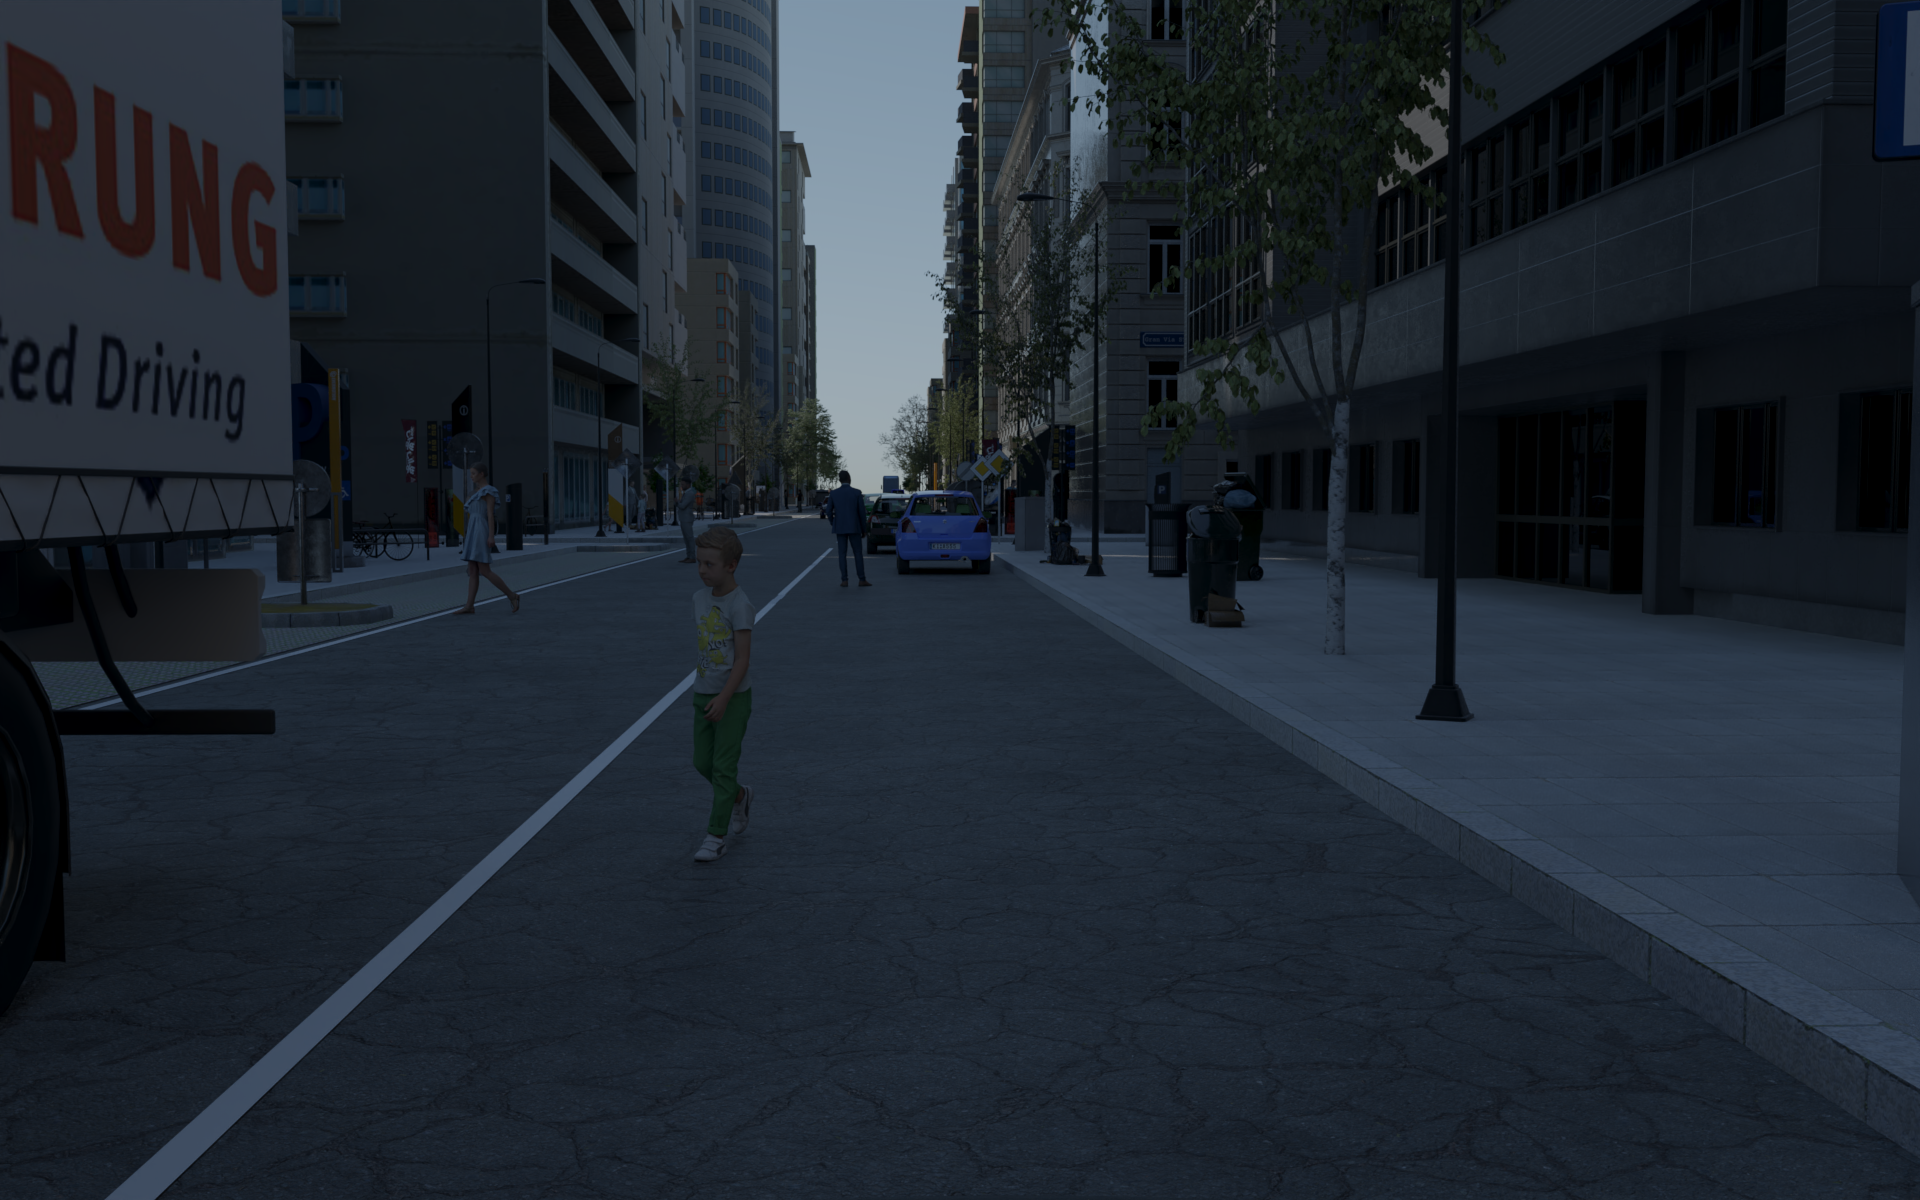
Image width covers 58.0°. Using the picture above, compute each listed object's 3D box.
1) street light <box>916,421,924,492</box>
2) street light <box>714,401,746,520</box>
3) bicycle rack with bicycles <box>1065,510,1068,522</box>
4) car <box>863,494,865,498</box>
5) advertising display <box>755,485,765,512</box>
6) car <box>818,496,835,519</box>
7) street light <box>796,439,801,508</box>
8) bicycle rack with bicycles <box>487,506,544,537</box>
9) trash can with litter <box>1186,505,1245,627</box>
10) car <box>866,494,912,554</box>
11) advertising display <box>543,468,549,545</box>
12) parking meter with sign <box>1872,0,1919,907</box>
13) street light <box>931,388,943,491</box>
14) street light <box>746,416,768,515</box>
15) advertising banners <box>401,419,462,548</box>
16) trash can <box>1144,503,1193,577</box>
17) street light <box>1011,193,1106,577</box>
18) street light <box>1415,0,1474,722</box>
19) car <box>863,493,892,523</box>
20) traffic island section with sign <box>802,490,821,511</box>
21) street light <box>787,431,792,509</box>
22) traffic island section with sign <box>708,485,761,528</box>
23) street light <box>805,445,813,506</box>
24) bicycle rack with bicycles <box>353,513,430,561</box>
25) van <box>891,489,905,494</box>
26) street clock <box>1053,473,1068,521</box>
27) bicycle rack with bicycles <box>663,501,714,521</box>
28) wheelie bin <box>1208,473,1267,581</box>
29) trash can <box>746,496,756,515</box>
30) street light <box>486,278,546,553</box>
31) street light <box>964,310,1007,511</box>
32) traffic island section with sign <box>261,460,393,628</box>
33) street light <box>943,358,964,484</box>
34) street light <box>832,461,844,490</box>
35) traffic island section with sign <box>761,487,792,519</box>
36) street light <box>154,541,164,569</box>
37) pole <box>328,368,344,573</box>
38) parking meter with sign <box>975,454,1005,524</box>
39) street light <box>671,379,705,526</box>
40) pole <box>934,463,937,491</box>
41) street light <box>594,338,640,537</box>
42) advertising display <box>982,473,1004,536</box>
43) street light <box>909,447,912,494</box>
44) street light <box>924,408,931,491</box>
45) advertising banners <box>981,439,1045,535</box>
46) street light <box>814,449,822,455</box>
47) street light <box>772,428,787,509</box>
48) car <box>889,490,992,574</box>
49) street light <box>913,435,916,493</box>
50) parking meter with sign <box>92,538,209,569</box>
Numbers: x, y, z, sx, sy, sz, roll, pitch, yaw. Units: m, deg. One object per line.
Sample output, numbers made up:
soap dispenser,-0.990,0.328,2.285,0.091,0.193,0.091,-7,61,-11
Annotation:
street light,-1.865,-8.434,110.429,1.470,5.913,1.316,0,4,-2
street light,-11.689,-6.987,86.778,1.470,5.913,1.316,0,4,-2
bicycle rack with bicycles,5.610,-3.588,72.045,2.925,0.926,2.852,0,4,5
car,-11.131,-11.228,192.616,2.155,1.783,4.494,0,4,-3
advertising display,-14.578,-7.433,126.748,0.974,1.923,0.123,-3,5,-44
car,-7.294,-5.428,101.329,1.945,1.354,3.894,0,4,-2
street light,-14.034,-10.609,145.998,1.470,5.913,1.316,0,4,-2
bicycle rack with bicycles,-13.971,-2.409,52.771,2.852,0.926,2.925,0,4,7
trash can with litter,2.593,-0.347,17.060,0.624,1.170,1.055,0,4,-6
car,-1.438,-2.018,42.777,2.009,1.686,4.222,0,4,-2
advertising display,-10.544,-2.378,44.097,0.123,1.923,0.974,-1,4,-13
parking meter with sign,3.222,-0.560,5.410,0.543,3.016,1.738,1,4,22
street light,-0.395,-6.345,76.276,1.470,5.913,1.316,0,4,-2
street light,-12.344,-8.022,103.707,1.470,5.913,1.316,0,4,-2
advertising banners,-12.587,-2.757,41.264,0.090,3.025,2.074,1,4,22
trash can,3.221,-0.927,26.817,0.748,1.137,0.748,0,3,0
street light,1.573,-3.324,26.895,1.470,5.913,1.316,0,4,-2
street light,2.233,-2.274,9.718,1.470,5.913,1.316,0,4,-2
car,-3.077,-3.586,67.419,1.959,1.807,4.718,0,4,-3
traffic island section with sign,-12.870,-8.764,151.925,1.989,1.847,2.006,0,4,-2
street light,-13.326,-9.531,128.367,1.470,5.913,1.316,0,4,-2
traffic island section with sign,-9.714,-4.002,74.054,1.989,1.847,2.006,0,4,-2
street light,-14.737,-11.644,162.925,1.470,5.913,1.316,0,4,-2
bicycle rack with bicycles,-11.733,-1.220,33.328,2.852,0.926,2.925,3,5,40
van,-8.108,-13.545,225.848,2.240,2.365,5.245,0,4,-3
street clock,3.408,-3.314,58.756,0.471,2.002,0.358,-1,4,-12
bicycle rack with bicycles,-13.135,-4.297,83.645,2.852,0.926,2.925,-2,4,-29
wheelie bin,4.103,-1.087,25.681,0.693,1.594,0.980,-1,4,-22
trash can,-12.790,-5.737,105.453,0.748,1.137,0.748,0,3,0
street light,-9.615,-3.967,37.410,1.470,5.913,1.316,0,4,-2
street light,0.941,-4.360,43.825,1.470,5.913,1.316,0,4,-2
traffic island section with sign,-7.487,-0.656,19.357,1.989,1.847,2.006,0,4,-2
street light,0.251,-5.305,59.279,1.470,5.913,1.316,0,4,-2
street light,-18.835,-17.786,263.334,1.470,5.913,1.316,0,4,-2
traffic island section with sign,-10.803,-5.649,100.987,1.989,1.847,2.006,0,4,-2
street light,-8.994,-2.932,20.479,1.470,5.913,1.316,0,4,-2
pole,-10.177,-2.104,28.241,0.158,3.312,0.155,0,3,0
parking meter with sign,1.557,-4.846,75.489,1.738,3.016,0.543,2,4,25
street light,-10.952,-5.944,69.729,1.470,5.913,1.316,0,4,-2
pole,-1.602,-7.329,113.677,0.158,3.312,0.155,0,3,0
street light,-10.219,-4.842,51.715,1.470,5.913,1.316,0,4,-2
advertising display,1.024,-2.919,52.935,0.123,1.923,0.974,-2,4,-33
street light,-3.511,-11.004,152.457,1.470,5.913,1.316,0,4,-2
street light,-1.051,-7.380,93.204,1.470,5.913,1.316,0,4,-2
advertising banners,1.670,-3.579,54.704,2.074,3.025,0.090,1,4,16
street light,-15.345,-12.680,179.856,1.470,5.913,1.316,0,4,-2
street light,-13.028,-9.079,120.986,1.470,5.913,1.316,0,4,-2
car,-0.345,-1.383,32.200,1.945,1.707,3.694,0,4,-3
street light,-2.511,-9.469,127.359,1.470,5.913,1.316,0,4,-2
parking meter with sign,-11.199,-1.701,24.071,0.543,3.016,1.738,2,4,27
